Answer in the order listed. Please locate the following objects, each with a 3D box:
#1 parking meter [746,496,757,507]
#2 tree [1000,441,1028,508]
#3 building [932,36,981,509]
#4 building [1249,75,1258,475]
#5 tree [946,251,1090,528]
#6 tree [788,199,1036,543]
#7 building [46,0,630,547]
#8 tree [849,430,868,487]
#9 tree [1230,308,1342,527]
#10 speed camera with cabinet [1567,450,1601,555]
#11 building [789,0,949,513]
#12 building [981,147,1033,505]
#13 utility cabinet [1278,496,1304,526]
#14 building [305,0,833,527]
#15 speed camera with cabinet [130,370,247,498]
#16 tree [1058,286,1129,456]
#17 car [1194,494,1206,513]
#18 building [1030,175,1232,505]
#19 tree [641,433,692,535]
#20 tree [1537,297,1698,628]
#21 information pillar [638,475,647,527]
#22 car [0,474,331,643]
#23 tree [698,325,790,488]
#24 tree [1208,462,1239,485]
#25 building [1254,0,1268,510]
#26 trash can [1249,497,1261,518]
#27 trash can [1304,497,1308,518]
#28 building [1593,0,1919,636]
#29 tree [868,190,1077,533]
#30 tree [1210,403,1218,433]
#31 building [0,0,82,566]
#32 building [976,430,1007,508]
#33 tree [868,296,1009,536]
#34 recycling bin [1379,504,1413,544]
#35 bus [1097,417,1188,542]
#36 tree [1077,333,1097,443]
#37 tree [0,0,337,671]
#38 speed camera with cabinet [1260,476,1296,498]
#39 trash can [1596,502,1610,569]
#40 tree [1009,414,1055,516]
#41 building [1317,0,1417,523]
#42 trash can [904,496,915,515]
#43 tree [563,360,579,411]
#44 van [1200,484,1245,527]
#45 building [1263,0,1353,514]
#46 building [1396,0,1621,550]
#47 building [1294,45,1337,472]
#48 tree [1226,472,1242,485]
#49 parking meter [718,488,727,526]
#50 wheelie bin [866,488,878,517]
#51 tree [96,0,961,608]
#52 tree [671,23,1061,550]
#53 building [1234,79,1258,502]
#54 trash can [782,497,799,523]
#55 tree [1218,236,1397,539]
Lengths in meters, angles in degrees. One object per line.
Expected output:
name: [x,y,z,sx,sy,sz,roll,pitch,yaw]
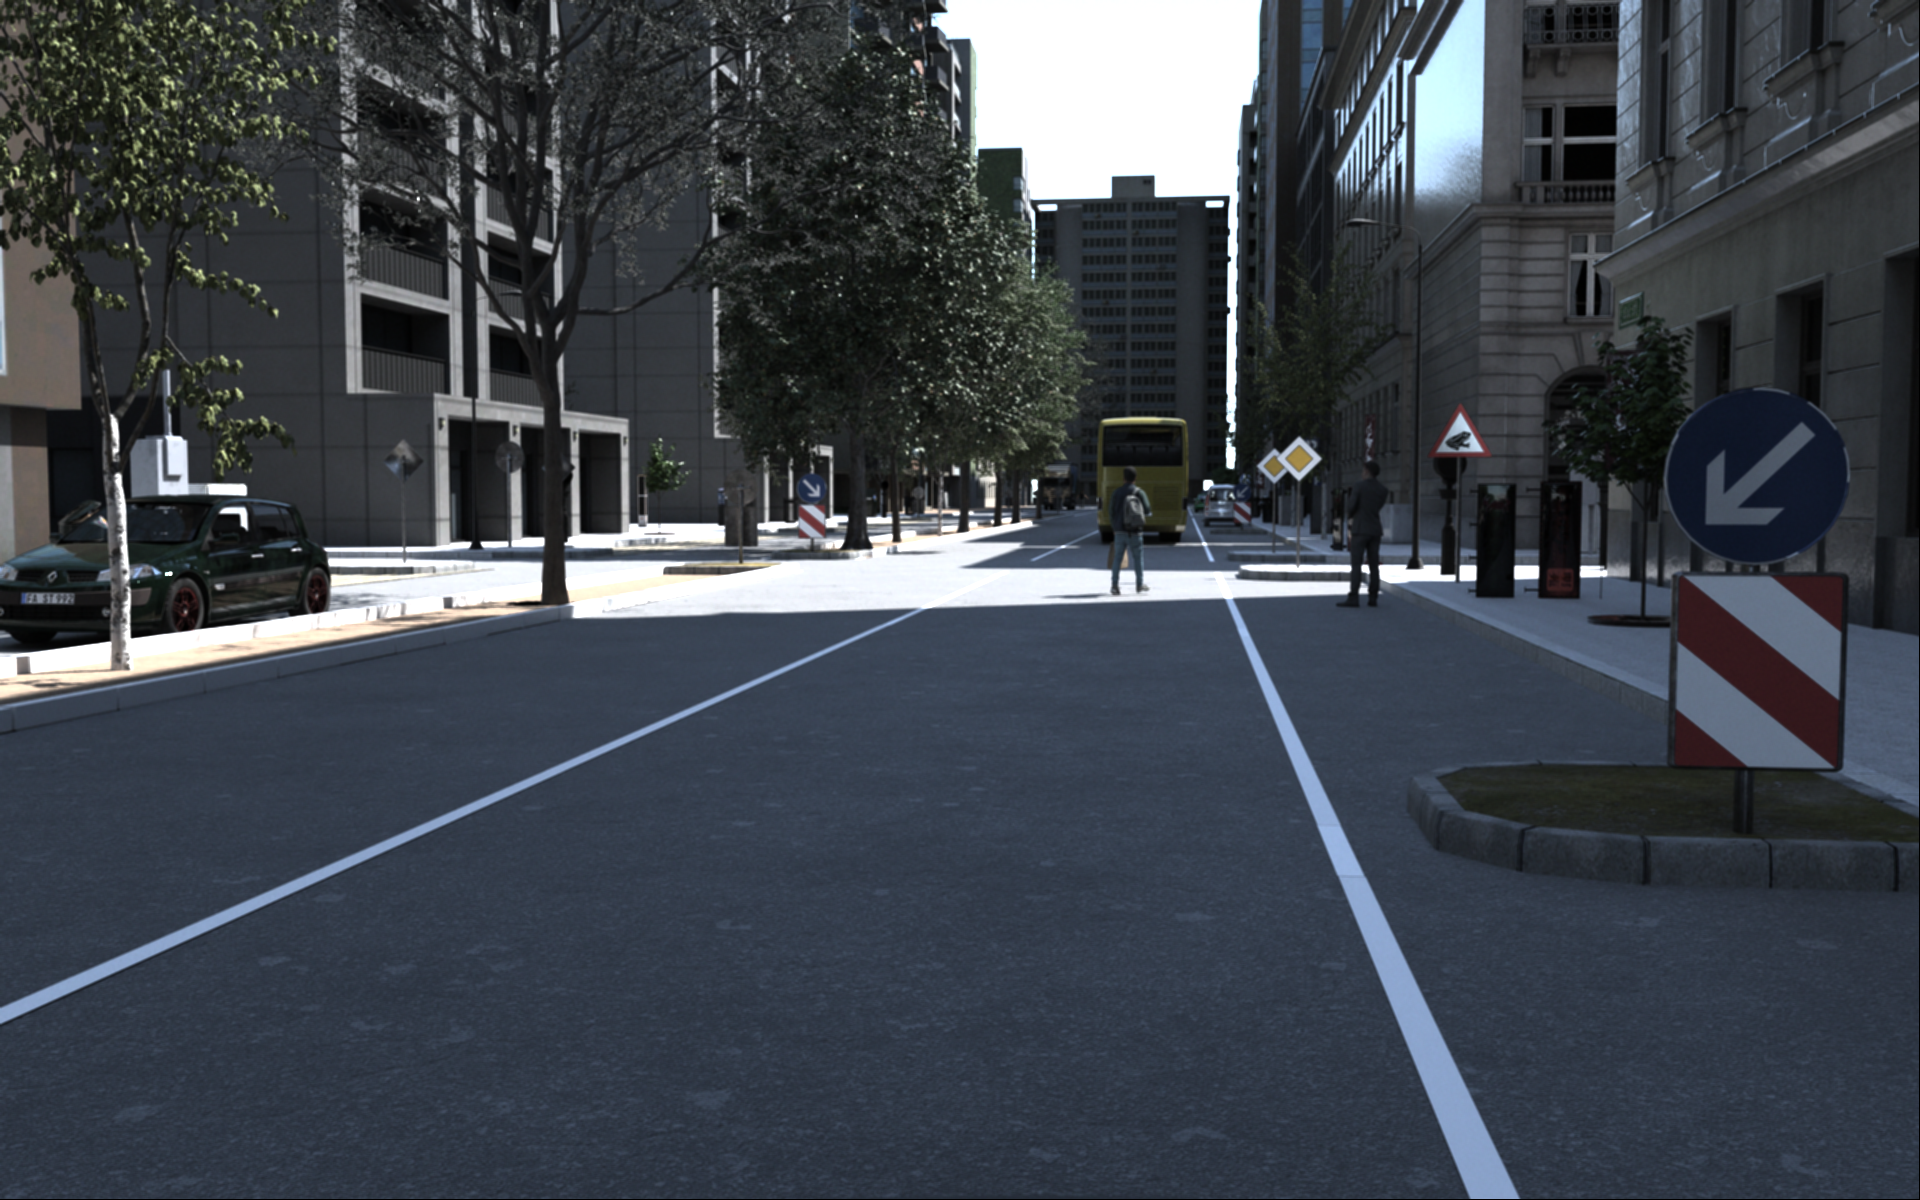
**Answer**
parking meter: [-7.839,-3.624,64.967,0.399,1.863,0.255,3,5,43]
tree: [4.806,-13.007,163.023,4.737,8.622,4.395,0,3,0]
building: [-6.253,-28.631,151.708,14.154,41.232,14.086,0,4,7]
building: [39.956,-33.506,167.425,23.786,49.044,30.456,0,4,7]
tree: [1.700,-8.872,73.272,9.928,11.665,9.643,0,3,0]
tree: [-1.788,-6.977,50.938,8.767,10.594,7.601,0,4,7]
building: [-21.500,-37.497,51.322,20.563,71.187,20.611,0,4,7]
tree: [-4.581,-9.192,100.650,4.360,8.622,3.978,0,3,0]
tree: [12.731,-7.146,67.192,4.360,8.622,3.978,0,3,0]
speed camera with cabinet: [13.419,-2.623,37.216,0.660,3.252,2.038,1,4,22]
building: [-12.786,-29.089,130.226,22.147,44.769,28.867,0,4,7]
building: [1.249,-32.061,207.785,14.086,41.232,14.154,0,4,7]
utility cabinet: [13.458,-3.624,70.417,1.020,1.237,0.306,-1,4,-20]
building: [-17.264,-39.517,84.362,20.563,71.187,20.611,0,4,7]
speed camera with cabinet: [-12.608,-2.081,28.358,0.660,3.252,2.038,1,4,17]
tree: [4.465,-11.287,97.377,12.009,13.543,11.850,0,3,0]
car: [18.981,-7.626,133.488,1.959,1.807,4.718,0,4,8]
building: [21.206,-31.916,213.715,23.993,40.220,32.217,0,4,7]
tree: [-9.529,-3.672,54.637,1.663,3.219,1.824,0,3,0]
tree: [6.868,-1.379,17.143,1.663,3.219,1.824,0,3,0]
information pillar: [-12.312,-3.834,67.178,0.304,2.012,0.304,0,4,3]
car: [-8.080,-0.491,17.821,2.009,1.686,4.222,0,4,7]
tree: [-8.421,-7.283,69.434,4.360,8.622,3.978,0,3,0]
tree: [28.791,-12.517,188.358,4.285,4.588,4.351,0,3,0]
building: [32.042,-28.293,146.177,14.154,41.232,14.086,0,4,7]
trash can: [16.146,-5.084,94.779,0.748,1.137,0.748,0,3,0]
trash can: [18.256,-4.956,92.680,0.748,1.137,0.748,0,3,0]
building: [15.167,-13.910,3.850,17.030,29.872,44.131,0,4,7]
tree: [0.087,-8.774,64.044,7.486,12.596,7.792,0,3,0]
tree: [16.338,-8.968,96.985,4.737,8.622,4.395,0,3,0]
building: [-22.724,-22.748,22.040,14.200,45.320,14.600,0,4,7]
building: [-10.985,-20.273,176.500,28.899,21.520,27.650,0,4,7]
tree: [-0.653,-6.441,58.128,4.360,8.622,3.978,0,3,0]
recycling bin: [11.208,-1.957,44.551,0.722,1.027,0.722,-1,4,-19]
bus: [5.666,-3.845,54.414,2.896,3.916,12.252,0,4,5]
tree: [2.583,-9.872,81.992,7.486,12.596,7.792,0,3,0]
tree: [-6.767,-3.711,13.501,4.737,8.622,4.395,0,3,0]
speed camera with cabinet: [16.697,-5.906,90.895,0.660,3.252,2.038,-3,5,-39]
trash can: [11.257,-1.098,29.601,0.748,1.137,0.748,0,3,0]
tree: [3.050,-8.352,89.370,4.360,8.622,3.978,0,3,0]
building: [23.932,-14.557,71.288,16.112,22.955,30.059,0,4,7]
trash can: [-3.016,-5.665,104.270,0.748,1.137,0.748,0,3,0]
tree: [-18.249,-7.510,73.151,4.360,8.622,3.978,0,3,0]
van: [11.703,-4.290,77.150,2.013,2.044,4.112,0,4,8]
building: [28.154,-28.611,117.898,14.600,45.320,14.200,0,4,7]
building: [24.011,-12.331,43.418,24.055,21.916,13.314,0,4,7]
building: [26.884,-18.651,98.455,14.314,27.812,24.014,0,4,7]
tree: [21.773,-8.658,136.153,1.663,3.219,1.824,0,3,0]
parking meter: [-9.569,-3.757,69.842,0.372,1.533,0.369,0,3,0]
wheelie bin: [-4.982,-5.404,96.261,0.980,1.594,0.693,2,4,29]
tree: [-5.187,-6.657,21.676,12.009,13.543,11.850,0,3,0]
tree: [-2.502,-7.507,42.204,9.611,12.733,9.660,0,3,0]
building: [43.493,-35.561,205.127,21.600,48.544,21.300,0,4,7]
trash can: [-7.462,-3.951,76.246,0.748,1.137,0.748,0,3,0]
tree: [10.103,-6.032,48.984,4.737,8.622,4.395,0,3,0]
